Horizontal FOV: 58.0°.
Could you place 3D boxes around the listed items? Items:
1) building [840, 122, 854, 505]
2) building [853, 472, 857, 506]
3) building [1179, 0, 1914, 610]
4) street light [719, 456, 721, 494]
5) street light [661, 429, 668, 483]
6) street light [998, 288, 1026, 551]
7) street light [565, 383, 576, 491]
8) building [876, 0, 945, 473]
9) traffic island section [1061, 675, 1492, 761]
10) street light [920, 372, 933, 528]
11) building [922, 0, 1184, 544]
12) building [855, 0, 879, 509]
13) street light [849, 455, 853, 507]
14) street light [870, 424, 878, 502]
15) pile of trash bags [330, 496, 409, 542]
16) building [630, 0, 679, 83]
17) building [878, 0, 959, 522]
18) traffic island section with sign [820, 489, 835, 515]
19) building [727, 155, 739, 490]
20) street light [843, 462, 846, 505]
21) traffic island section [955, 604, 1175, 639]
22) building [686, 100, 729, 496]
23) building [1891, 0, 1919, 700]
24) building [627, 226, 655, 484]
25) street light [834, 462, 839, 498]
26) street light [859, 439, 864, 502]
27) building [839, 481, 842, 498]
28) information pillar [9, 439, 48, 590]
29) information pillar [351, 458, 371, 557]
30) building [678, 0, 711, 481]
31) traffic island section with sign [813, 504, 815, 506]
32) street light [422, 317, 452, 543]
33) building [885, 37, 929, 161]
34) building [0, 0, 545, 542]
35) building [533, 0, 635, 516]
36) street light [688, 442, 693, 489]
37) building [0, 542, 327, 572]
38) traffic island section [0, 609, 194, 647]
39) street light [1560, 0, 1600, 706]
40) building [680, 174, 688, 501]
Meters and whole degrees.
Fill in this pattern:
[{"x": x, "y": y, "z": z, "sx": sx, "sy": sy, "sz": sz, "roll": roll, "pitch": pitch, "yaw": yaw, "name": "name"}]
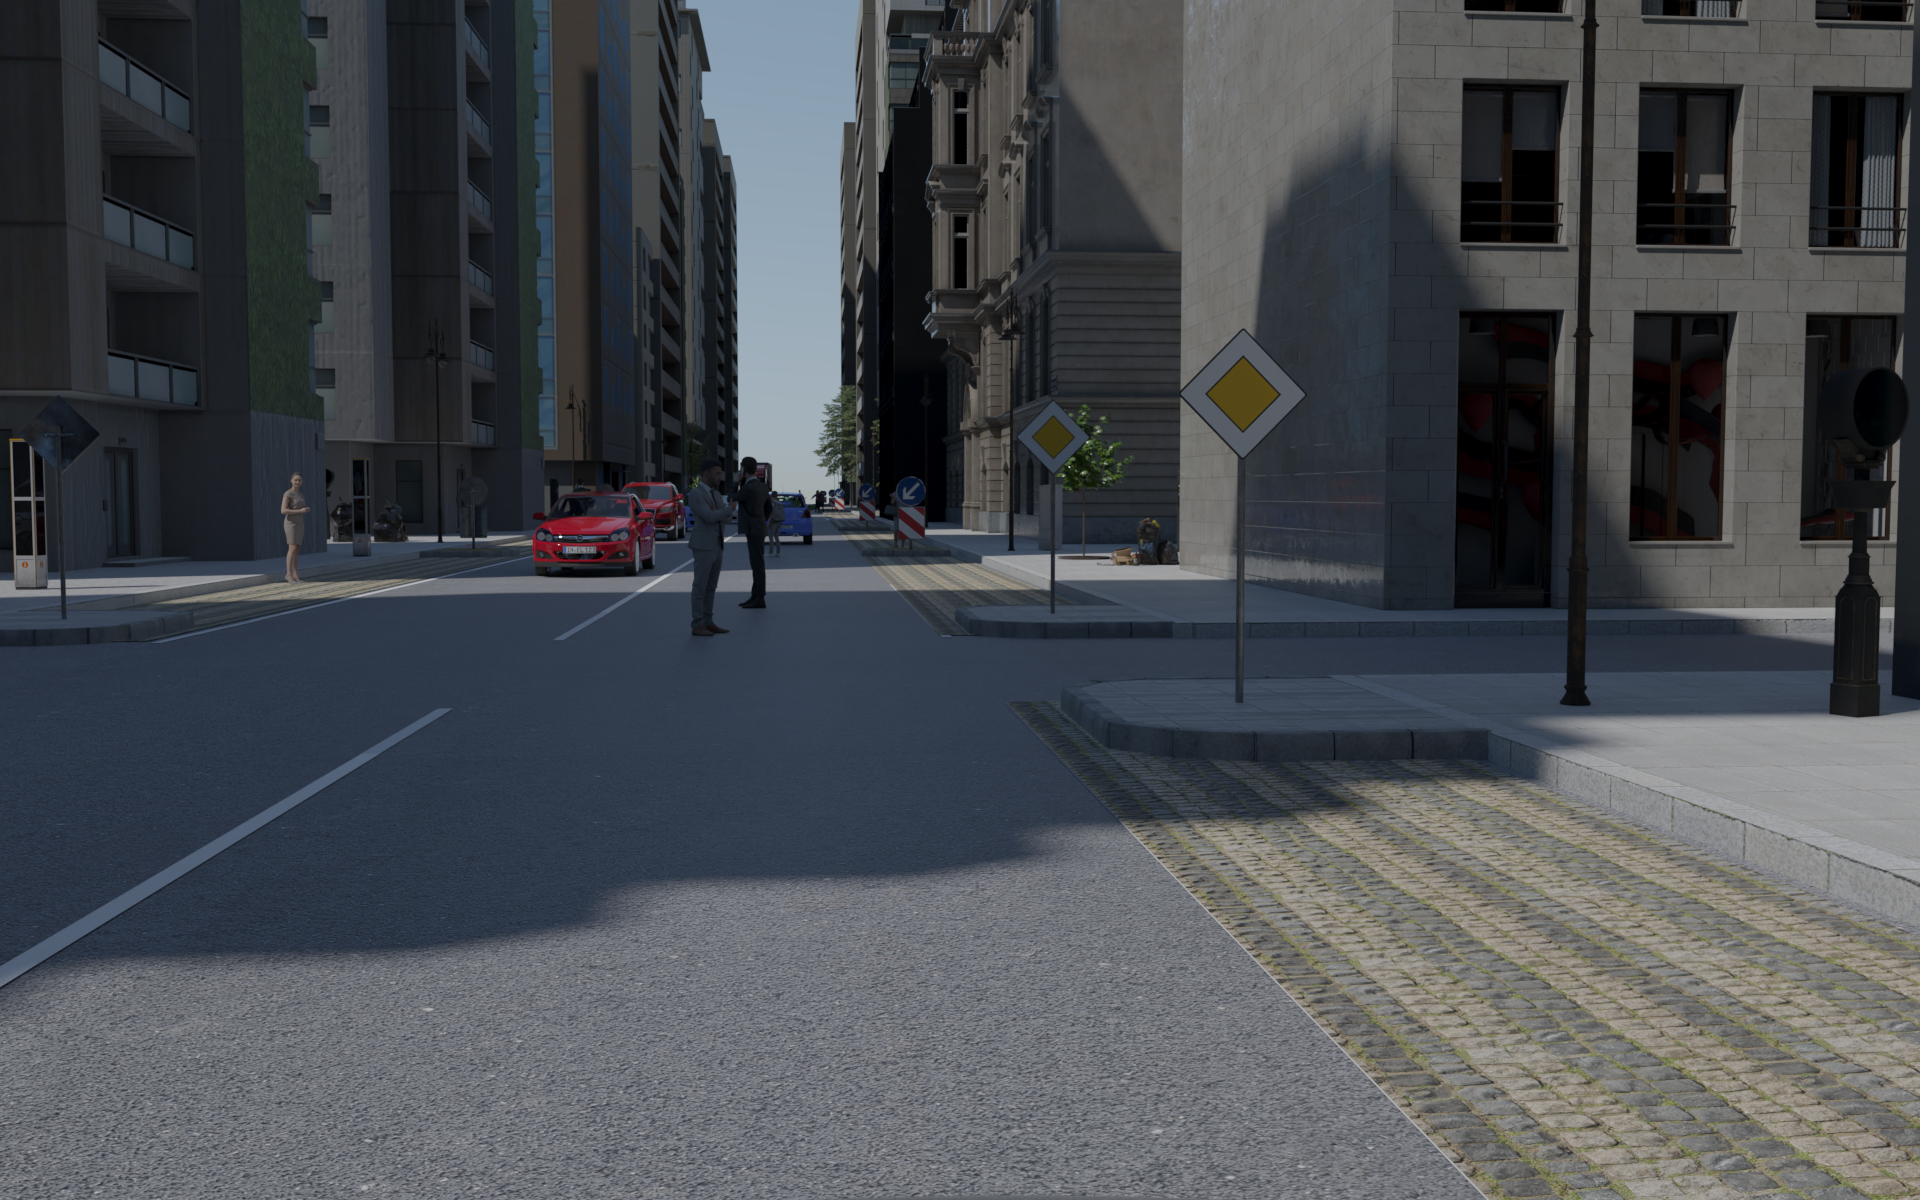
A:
[{"x": -3.999, "y": -36.254, "z": 216.455, "sx": 21.300, "sy": 48.544, "sz": 21.600, "roll": 0, "pitch": 4, "yaw": -5, "name": "building"}, {"x": -1.819, "y": -46.272, "z": 194.795, "sx": 20.563, "sy": 71.187, "sz": 20.611, "roll": 0, "pitch": 4, "yaw": -5, "name": "building"}, {"x": 12.574, "y": -10.376, "z": 24.398, "sx": 16.860, "sy": 20.320, "sz": 10.420, "roll": 0, "pitch": 4, "yaw": -5, "name": "building"}, {"x": -28.274, "y": -14.148, "z": 204.105, "sx": 0.468, "sy": 5.910, "sz": 1.993, "roll": 0, "pitch": 4, "yaw": -5, "name": "street light"}, {"x": -20.627, "y": -9.058, "z": 120.878, "sx": 0.468, "sy": 5.910, "sz": 1.993, "roll": 0, "pitch": 4, "yaw": -5, "name": "street light"}, {"x": 1.159, "y": -4.047, "z": 38.951, "sx": 0.468, "sy": 5.910, "sz": 1.993, "roll": 0, "pitch": 4, "yaw": -5, "name": "street light"}, {"x": -16.202, "y": -6.103, "z": 72.579, "sx": 0.468, "sy": 5.910, "sz": 1.993, "roll": 0, "pitch": 4, "yaw": -5, "name": "street light"}, {"x": 7.431, "y": -33.369, "z": 134.817, "sx": 28.713, "sy": 52.752, "sz": 27.495, "roll": 0, "pitch": 4, "yaw": -5, "name": "building"}, {"x": 1.739, "y": 0.710, "z": 10.680, "sx": 2.009, "sy": 0.180, "sz": 2.903, "roll": 0, "pitch": 4, "yaw": -5, "name": "traffic island section"}, {"x": -1.281, "y": -5.698, "z": 65.949, "sx": 0.468, "sy": 5.910, "sz": 1.993, "roll": 0, "pitch": 4, "yaw": -5, "name": "street light"}, {"x": 6.019, "y": -14.783, "z": 60.786, "sx": 14.460, "sy": 24.649, "sz": 34.723, "roll": 0, "pitch": 4, "yaw": -5, "name": "building"}, {"x": 1.430, "y": -32.740, "z": 159.004, "sx": 21.300, "sy": 48.544, "sz": 21.600, "roll": 0, "pitch": 4, "yaw": -5, "name": "building"}, {"x": -10.638, "y": -12.015, "z": 169.238, "sx": 0.468, "sy": 5.910, "sz": 1.993, "roll": 0, "pitch": 4, "yaw": -5, "name": "street light"}, {"x": -5.732, "y": -8.694, "z": 114.927, "sx": 0.468, "sy": 5.910, "sz": 1.993, "roll": 0, "pitch": 4, "yaw": -5, "name": "street light"}, {"x": -16.614, "y": -2.266, "z": 46.801, "sx": 3.447, "sy": 1.369, "sz": 1.912, "roll": 0, "pitch": 4, "yaw": 1, "name": "pile of trash bags"}, {"x": -32.522, "y": -30.970, "z": 130.068, "sx": 21.300, "sy": 48.544, "sz": 21.600, "roll": 0, "pitch": 4, "yaw": -5, "name": "building"}, {"x": 2.444, "y": -15.694, "z": 86.282, "sx": 12.332, "sy": 23.373, "sz": 15.834, "roll": 0, "pitch": 4, "yaw": -5, "name": "building"}, {"x": -8.308, "y": -6.661, "z": 117.538, "sx": 1.989, "sy": 1.847, "sz": 2.006, "roll": 0, "pitch": 4, "yaw": -5, "name": "traffic island section with sign"}, {"x": -41.223, "y": -37.362, "z": 234.572, "sx": 21.300, "sy": 48.544, "sz": 21.600, "roll": 0, "pitch": 4, "yaw": -5, "name": "building"}, {"x": -13.206, "y": -13.748, "z": 197.569, "sx": 0.468, "sy": 5.910, "sz": 1.993, "roll": 0, "pitch": 4, "yaw": -5, "name": "street light"}, {"x": 1.016, "y": 0.223, "z": 18.633, "sx": 2.009, "sy": 0.180, "sz": 2.903, "roll": 0, "pitch": 4, "yaw": -5, "name": "traffic island section"}, {"x": -40.163, "y": -36.032, "z": 212.830, "sx": 21.300, "sy": 48.544, "sz": 21.600, "roll": 0, "pitch": 4, "yaw": -5, "name": "building"}, {"x": 17.504, "y": -23.021, "z": 0.102, "sx": 21.300, "sy": 48.544, "sz": 21.600, "roll": 0, "pitch": 4, "yaw": -5, "name": "building"}, {"x": -33.855, "y": -15.928, "z": 105.466, "sx": 27.650, "sy": 21.520, "sz": 28.899, "roll": 0, "pitch": 4, "yaw": -5, "name": "building"}, {"x": -18.250, "y": -17.092, "z": 252.235, "sx": 0.468, "sy": 5.910, "sz": 1.993, "roll": 0, "pitch": 4, "yaw": -5, "name": "street light"}, {"x": -8.129, "y": -10.359, "z": 142.151, "sx": 0.468, "sy": 5.910, "sz": 1.993, "roll": 0, "pitch": 4, "yaw": -5, "name": "street light"}, {"x": -0.657, "y": -33.561, "z": 240.602, "sx": 32.217, "sy": 40.220, "sz": 23.993, "roll": 0, "pitch": 4, "yaw": -5, "name": "building"}, {"x": -12.496, "y": -1.147, "z": 23.252, "sx": 0.304, "sy": 2.012, "sz": 0.304, "roll": 0, "pitch": 3, "yaw": 0, "name": "information pillar"}, {"x": -12.297, "y": -1.900, "z": 35.563, "sx": 0.304, "sy": 2.012, "sz": 0.304, "roll": 0, "pitch": 4, "yaw": -5, "name": "information pillar"}, {"x": -41.827, "y": -36.587, "z": 187.430, "sx": 28.713, "sy": 52.752, "sz": 27.495, "roll": 0, "pitch": 4, "yaw": -5, "name": "building"}, {"x": -15.813, "y": -11.703, "z": 199.978, "sx": 1.989, "sy": 1.847, "sz": 2.006, "roll": 0, "pitch": 4, "yaw": -5, "name": "traffic island section with sign"}, {"x": -13.702, "y": -4.446, "z": 45.479, "sx": 0.468, "sy": 5.910, "sz": 1.993, "roll": 0, "pitch": 4, "yaw": -5, "name": "street light"}, {"x": 2.018, "y": -20.945, "z": 114.159, "sx": 14.160, "sy": 30.474, "sz": 14.107, "roll": 0, "pitch": 4, "yaw": -5, "name": "building"}, {"x": -21.909, "y": -22.787, "z": 56.159, "sx": 14.154, "sy": 41.232, "sz": 14.086, "roll": 0, "pitch": 4, "yaw": -5, "name": "building"}, {"x": -22.554, "y": -26.181, "z": 78.169, "sx": 14.600, "sy": 45.320, "sz": 14.200, "roll": 0, "pitch": 4, "yaw": -5, "name": "building"}, {"x": -23.095, "y": -10.766, "z": 148.806, "sx": 0.468, "sy": 5.910, "sz": 1.993, "roll": 0, "pitch": 4, "yaw": -5, "name": "street light"}, {"x": -20.383, "y": -21.166, "z": 29.661, "sx": 14.154, "sy": 41.232, "sz": 14.086, "roll": 0, "pitch": 4, "yaw": -5, "name": "building"}, {"x": -9.184, "y": 0.279, "z": 17.713, "sx": 2.009, "sy": 0.180, "sz": 2.903, "roll": 0, "pitch": 4, "yaw": -5, "name": "traffic island section"}, {"x": 3.752, "y": -2.299, "z": 10.383, "sx": 0.468, "sy": 5.910, "sz": 1.993, "roll": 0, "pitch": 4, "yaw": -5, "name": "street light"}, {"x": -31.108, "y": -23.080, "z": 149.060, "sx": 14.160, "sy": 30.474, "sz": 14.107, "roll": 0, "pitch": 4, "yaw": -5, "name": "building"}]
